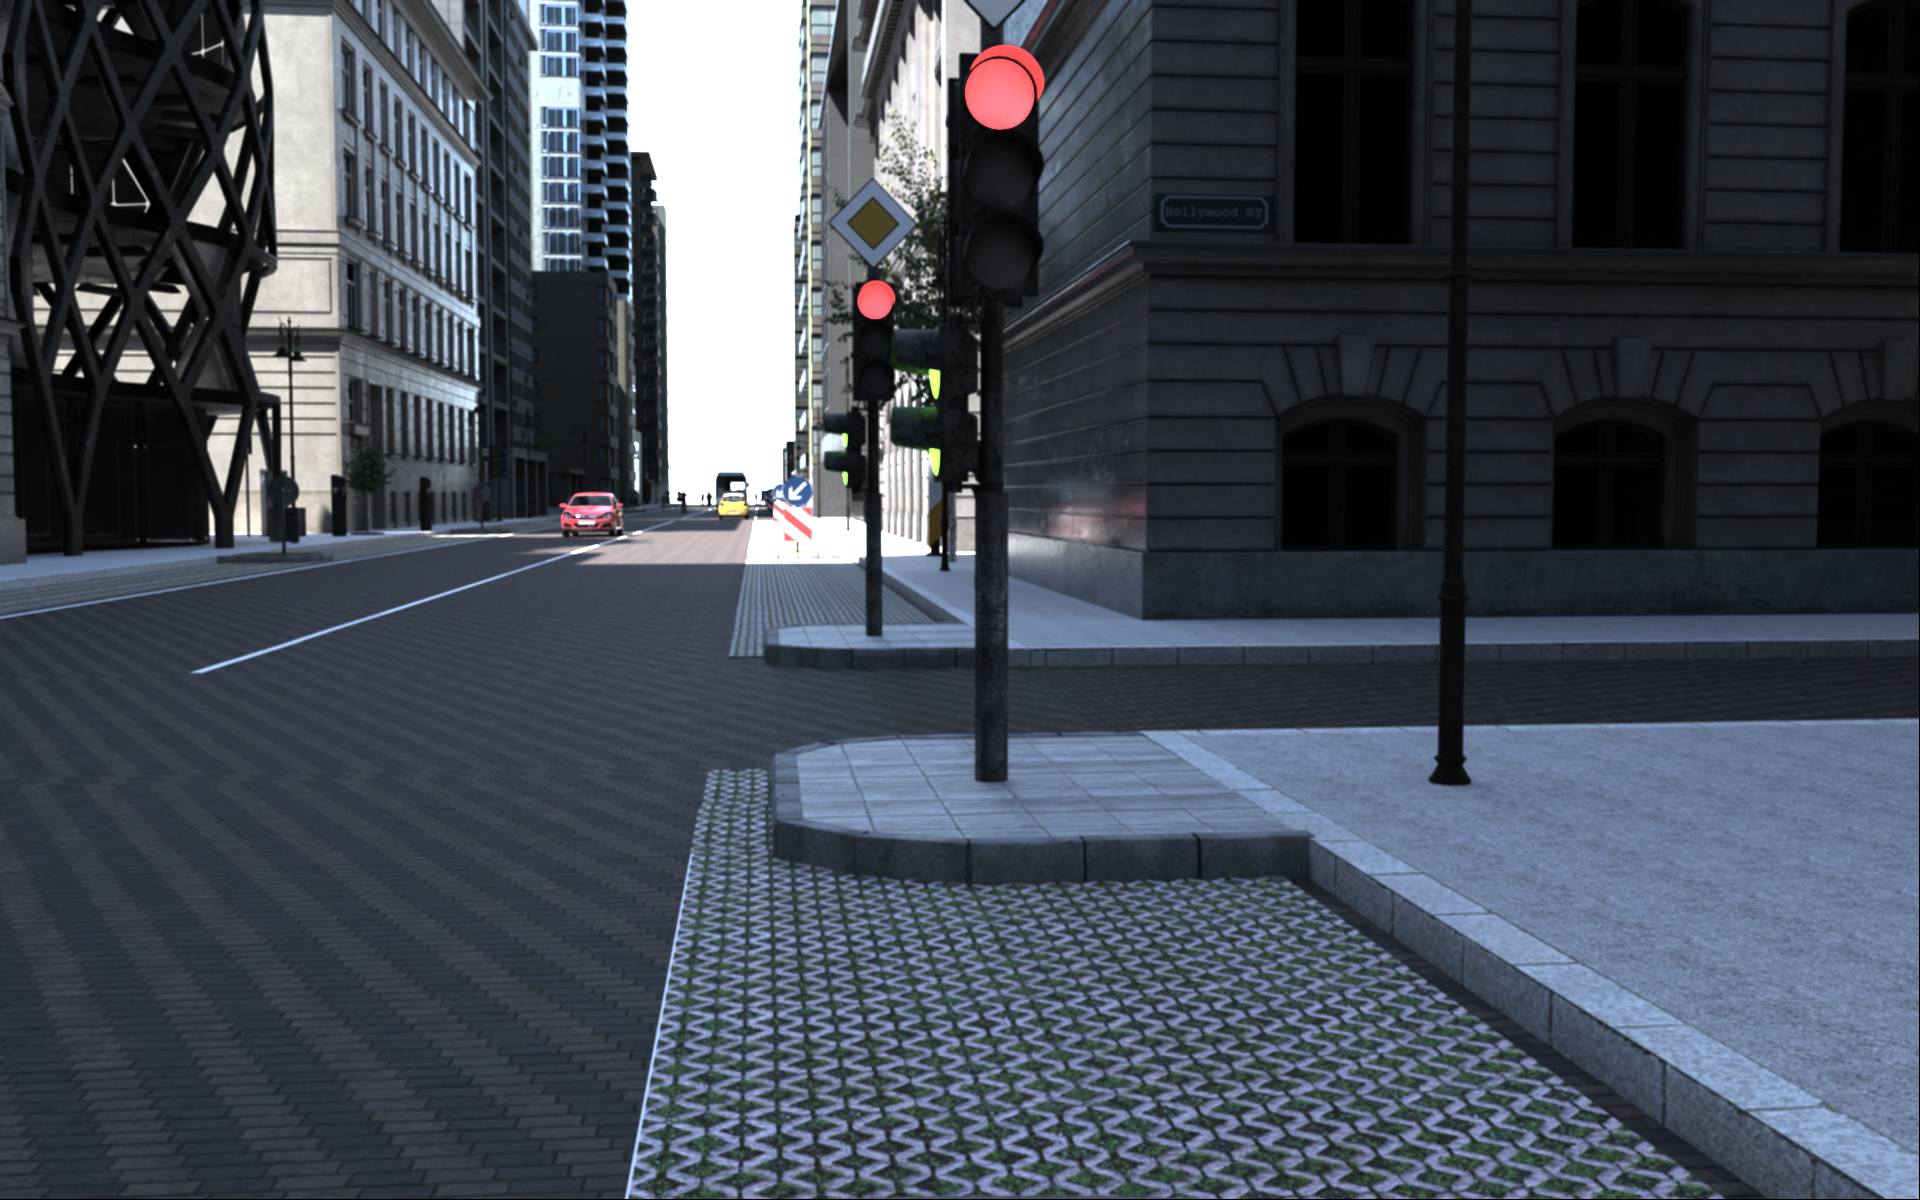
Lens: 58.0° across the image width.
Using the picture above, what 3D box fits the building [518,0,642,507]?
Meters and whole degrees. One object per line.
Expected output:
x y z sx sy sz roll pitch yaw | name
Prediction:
-45.234 -53.291 183.971 22.319 86.520 31.000 0 4 -7 | building

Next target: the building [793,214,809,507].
-10.395 -25.059 181.414 14.160 30.474 14.107 0 4 -7 | building

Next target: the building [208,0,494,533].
-29.046 -14.441 69.398 16.112 22.955 30.059 0 4 -7 | building

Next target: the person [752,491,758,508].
-21.493 -10.566 181.705 0.568 1.767 0.683 0 4 1 | person

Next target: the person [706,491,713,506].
-30.282 -12.274 209.169 0.705 1.826 1.348 2 4 30 | person

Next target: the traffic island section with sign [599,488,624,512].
-23.365 -6.435 113.834 1.989 1.847 2.006 0 4 -7 | traffic island section with sign

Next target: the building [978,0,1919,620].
18.082 -12.528 23.922 34.723 24.649 14.460 0 4 -7 | building

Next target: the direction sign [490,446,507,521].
-21.743 -5.484 81.667 0.876 3.537 0.379 -3 5 -44 | direction sign

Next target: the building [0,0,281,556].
-25.440 -10.590 40.604 16.820 18.784 16.811 0 4 -7 | building

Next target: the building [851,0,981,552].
4.169 -12.715 49.688 13.314 21.916 24.055 0 4 -7 | building

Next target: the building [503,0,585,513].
-43.083 -26.191 120.102 32.217 40.220 23.993 0 4 -7 | building

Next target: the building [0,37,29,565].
-21.030 -9.636 22.172 10.561 19.102 19.286 0 4 -7 | building

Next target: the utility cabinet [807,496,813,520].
-7.391 -4.550 85.546 0.306 1.237 1.020 0 4 -6 | utility cabinet

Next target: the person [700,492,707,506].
-30.167 -11.852 202.998 1.217 1.735 0.721 0 4 0 | person

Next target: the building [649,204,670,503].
-47.404 -33.863 237.252 14.154 41.232 14.086 0 4 -7 | building

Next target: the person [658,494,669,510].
-26.382 -8.705 154.058 0.991 1.433 0.599 -1 4 -15 | person

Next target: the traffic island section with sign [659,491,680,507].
-32.676 -11.339 194.012 1.989 1.847 2.006 0 4 -7 | traffic island section with sign

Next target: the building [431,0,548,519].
-34.611 -40.310 97.323 20.563 71.187 20.611 0 4 -7 | building

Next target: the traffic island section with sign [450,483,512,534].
-17.517 -3.352 63.439 1.989 1.847 2.006 0 4 -7 | traffic island section with sign

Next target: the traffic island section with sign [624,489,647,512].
-26.461 -8.072 140.611 1.989 1.847 2.006 0 4 -7 | traffic island section with sign

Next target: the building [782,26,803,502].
-12.822 -56.304 233.234 22.319 86.520 31.000 0 4 -7 | building

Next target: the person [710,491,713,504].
-35.341 -14.576 246.685 0.599 1.838 0.709 0 4 -2 | person

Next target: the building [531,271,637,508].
-42.744 -18.516 147.769 27.650 21.520 28.899 0 4 -7 | building

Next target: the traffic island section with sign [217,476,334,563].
-14.409 -1.714 36.656 1.989 1.847 2.006 0 4 -7 | traffic island section with sign

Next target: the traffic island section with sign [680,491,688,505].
-35.842 -13.018 221.464 1.989 1.847 2.006 0 4 -7 | traffic island section with sign

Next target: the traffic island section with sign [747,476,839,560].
-3.725 -1.822 38.422 1.989 1.847 2.006 0 4 -7 | traffic island section with sign

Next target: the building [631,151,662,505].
-48.887 -34.282 215.134 22.147 44.769 28.867 0 4 -7 | building

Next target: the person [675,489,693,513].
-20.573 -7.380 129.096 1.348 1.831 0.705 0 4 3 | person

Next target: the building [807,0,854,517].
-1.943 -25.575 101.743 14.154 41.232 14.086 0 4 -7 | building

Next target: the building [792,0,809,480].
-2.755 -32.545 151.713 23.786 49.044 30.456 0 4 -7 | building

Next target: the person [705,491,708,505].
-31.853 -12.835 218.495 0.705 1.807 1.348 -2 4 -26 | person

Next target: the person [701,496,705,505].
-32.232 -12.553 216.978 0.421 1.427 0.697 2 4 25 | person

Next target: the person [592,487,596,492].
-19.649 -5.171 93.122 0.705 1.814 1.350 2 4 32 | person

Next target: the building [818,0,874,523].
1.400 -15.743 76.470 14.314 24.678 30.058 0 4 -7 | building
